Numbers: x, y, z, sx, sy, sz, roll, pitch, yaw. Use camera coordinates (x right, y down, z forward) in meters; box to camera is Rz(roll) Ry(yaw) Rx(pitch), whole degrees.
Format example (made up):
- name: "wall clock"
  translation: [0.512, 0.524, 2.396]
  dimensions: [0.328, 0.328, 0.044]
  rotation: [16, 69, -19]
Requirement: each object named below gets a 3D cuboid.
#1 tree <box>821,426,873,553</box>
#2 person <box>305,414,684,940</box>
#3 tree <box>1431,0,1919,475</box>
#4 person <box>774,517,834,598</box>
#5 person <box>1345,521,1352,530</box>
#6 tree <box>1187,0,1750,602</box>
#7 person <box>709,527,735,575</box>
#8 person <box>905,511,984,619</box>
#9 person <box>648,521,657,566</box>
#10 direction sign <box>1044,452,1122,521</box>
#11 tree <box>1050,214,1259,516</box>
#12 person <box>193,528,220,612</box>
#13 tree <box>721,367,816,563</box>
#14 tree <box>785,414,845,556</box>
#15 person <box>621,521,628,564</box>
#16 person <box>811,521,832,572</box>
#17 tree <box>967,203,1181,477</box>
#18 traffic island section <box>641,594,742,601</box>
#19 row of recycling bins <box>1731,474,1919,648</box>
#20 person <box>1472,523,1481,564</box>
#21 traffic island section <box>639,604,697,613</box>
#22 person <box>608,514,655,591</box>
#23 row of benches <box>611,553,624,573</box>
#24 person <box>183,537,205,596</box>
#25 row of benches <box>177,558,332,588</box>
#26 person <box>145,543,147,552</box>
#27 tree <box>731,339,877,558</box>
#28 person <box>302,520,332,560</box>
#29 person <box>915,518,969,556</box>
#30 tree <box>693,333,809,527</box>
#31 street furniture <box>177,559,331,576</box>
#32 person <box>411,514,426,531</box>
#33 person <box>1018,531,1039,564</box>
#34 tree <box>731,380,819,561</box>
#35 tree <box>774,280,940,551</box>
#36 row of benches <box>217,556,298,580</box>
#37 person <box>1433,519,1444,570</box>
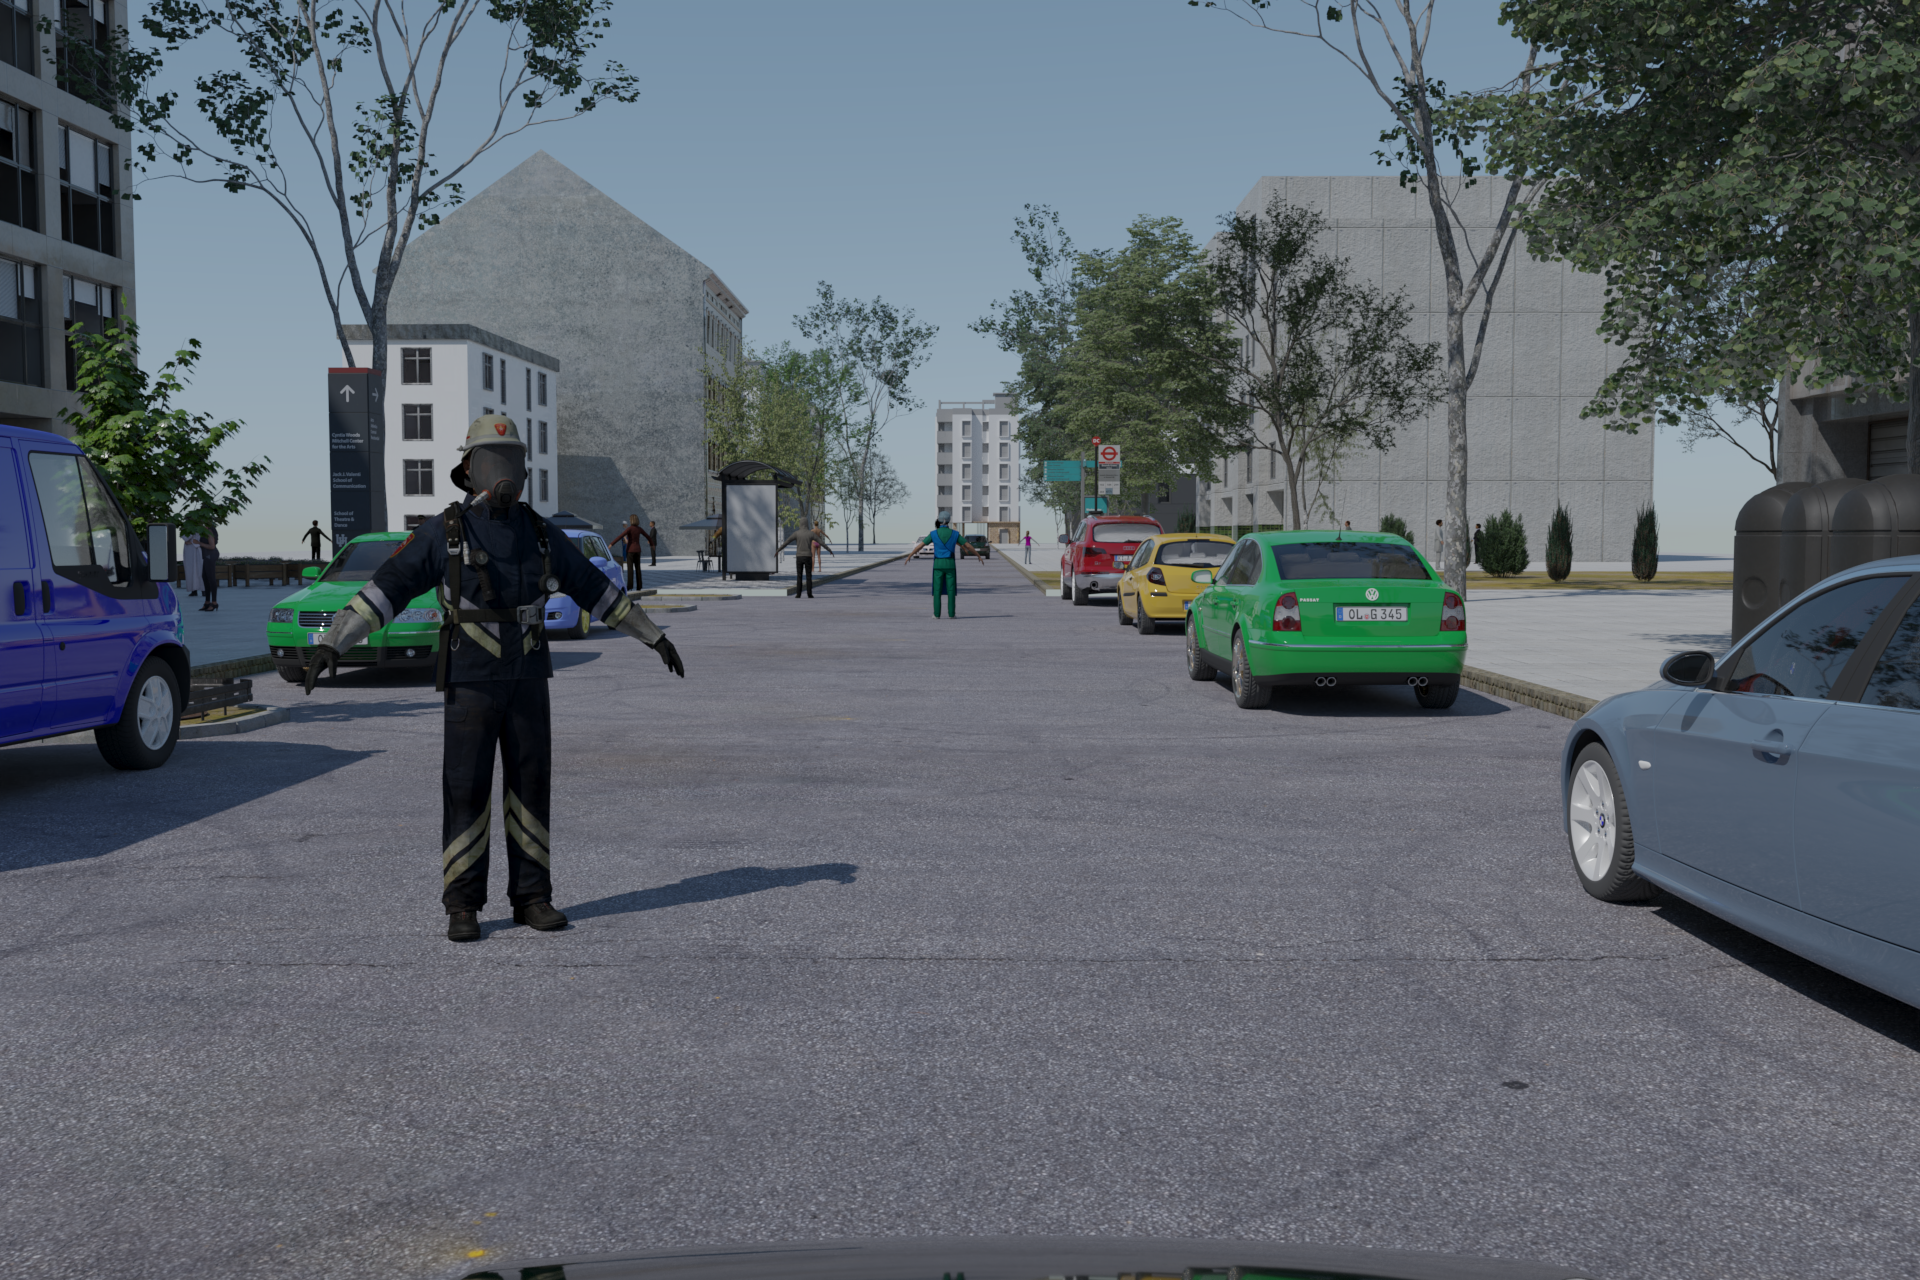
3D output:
- name: "tree"
  translation: [-7.634, -10.258, 118.076]
  dimensions: [4.360, 8.622, 3.978]
  rotation: [0, 3, 0]
- name: "person"
  translation: [-1.656, 0.124, 6.213]
  dimensions: [1.354, 1.856, 0.705]
  rotation: [-2, 4, -32]
- name: "tree"
  translation: [8.975, -6.666, 15.650]
  dimensions: [9.857, 13.997, 8.962]
  rotation: [0, 3, 0]
- name: "person"
  translation: [-3.478, -1.840, 38.667]
  dimensions: [1.348, 1.813, 0.705]
  rotation: [0, 4, -4]
- name: "person"
  translation: [14.709, -3.643, 65.841]
  dimensions: [0.705, 1.796, 1.348]
  rotation: [3, 4, 36]
- name: "tree"
  translation: [9.668, -10.700, 30.837]
  dimensions: [12.611, 20.169, 13.585]
  rotation: [0, 3, 0]
- name: "person"
  translation: [-7.323, -2.988, 54.620]
  dimensions: [1.354, 1.858, 0.705]
  rotation: [-2, 4, -30]
- name: "person"
  translation: [-0.262, -1.263, 29.235]
  dimensions: [1.347, 1.817, 0.704]
  rotation: [0, 4, -2]
- name: "person"
  translation: [-12.269, -3.844, 69.066]
  dimensions: [0.704, 1.802, 1.346]
  rotation: [0, 4, -4]
- name: "direction sign"
  translation: [3.979, -4.089, 55.622]
  dimensions: [2.525, 3.948, 1.411]
  rotation: [0, 3, 0]
- name: "tree"
  translation: [6.884, -8.771, 61.540]
  dimensions: [7.486, 12.596, 7.792]
  rotation: [0, 3, 0]
- name: "person"
  translation: [-12.542, -1.300, 28.762]
  dimensions: [0.593, 1.643, 0.415]
  rotation: [2, 4, 27]
- name: "tree"
  translation: [-8.076, -7.666, 75.707]
  dimensions: [4.737, 8.622, 4.395]
  rotation: [0, 3, 0]
- name: "tree"
  translation: [-8.518, -9.214, 101.010]
  dimensions: [4.737, 8.622, 4.395]
  rotation: [0, 3, 0]
- name: "person"
  translation: [-14.533, -4.243, 75.228]
  dimensions: [0.705, 1.847, 1.347]
  rotation: [-1, 4, -11]
- name: "person"
  translation: [-4.914, -3.187, 58.909]
  dimensions: [1.217, 1.733, 0.721]
  rotation: [-2, 4, -23]
- name: "tree"
  translation: [5.821, -15.015, 101.386]
  dimensions: [12.611, 20.169, 13.585]
  rotation: [0, 3, 0]
- name: "traffic island section"
  translation: [-5.856, -0.933, 38.125]
  dimensions: [1.991, 0.108, 1.994]
  rotation: [0, 3, 0]
- name: "row of recycling bins"
  translation: [6.571, -0.322, 12.376]
  dimensions: [1.069, 1.692, 3.534]
  rotation: [0, 4, 0]
- name: "person"
  translation: [22.152, -4.139, 74.397]
  dimensions: [0.721, 1.740, 1.216]
  rotation: [2, 4, 31]
- name: "traffic island section"
  translation: [-5.984, -0.580, 32.346]
  dimensions: [1.991, 0.108, 1.994]
  rotation: [0, 4, 1]
- name: "person"
  translation: [-7.396, -1.973, 39.059]
  dimensions: [1.215, 1.729, 0.721]
  rotation: [-3, 5, -42]
- name: "row of benches"
  translation: [-12.860, -2.506, 56.430]
  dimensions: [4.104, 0.672, 1.422]
  rotation: [-2, 4, -31]
- name: "person"
  translation: [-15.765, -1.769, 35.642]
  dimensions: [0.551, 1.740, 0.621]
  rotation: [-2, 4, -32]
- name: "row of benches"
  translation: [-17.266, -1.676, 42.867]
  dimensions: [1.422, 0.672, 4.104]
  rotation: [3, 4, 37]
- name: "person"
  translation: [-20.730, -2.329, 44.213]
  dimensions: [1.346, 1.812, 0.704]
  rotation: [1, 4, 21]
- name: "tree"
  translation: [-8.260, -10.151, 91.718]
  dimensions: [9.928, 11.665, 9.643]
  rotation: [0, 3, 0]
- name: "person"
  translation: [-23.921, -3.559, 64.370]
  dimensions: [1.347, 1.806, 0.705]
  rotation: [1, 4, 15]
- name: "person"
  translation: [-0.464, -2.118, 43.231]
  dimensions: [1.345, 1.843, 0.704]
  rotation: [1, 4, 8]
- name: "tree"
  translation: [-7.894, -6.923, 63.560]
  dimensions: [4.737, 8.622, 4.395]
  rotation: [0, 3, 0]
- name: "street furniture"
  translation: [-21.802, -2.375, 54.459]
  dimensions: [10.072, 0.657, 5.734]
  rotation: [-1, 4, -8]
- name: "person"
  translation: [-15.236, -2.636, 49.027]
  dimensions: [1.347, 1.837, 0.705]
  rotation: [0, 4, -2]
- name: "person"
  translation: [2.913, -3.937, 73.636]
  dimensions: [0.991, 1.433, 0.599]
  rotation: [2, 4, 25]
- name: "tree"
  translation: [-8.522, -8.043, 81.867]
  dimensions: [4.737, 8.622, 4.395]
  rotation: [0, 3, 0]
- name: "tree"
  translation: [-7.952, -16.722, 129.298]
  dimensions: [12.611, 20.169, 13.585]
  rotation: [0, 3, 0]
- name: "row of benches"
  translation: [-20.474, -2.068, 49.269]
  dimensions: [4.104, 0.672, 1.422]
  rotation: [2, 4, 30]
- name: "person"
  translation: [17.162, -3.411, 61.951]
  dimensions: [0.705, 1.806, 1.347]
  rotation: [1, 4, 13]
